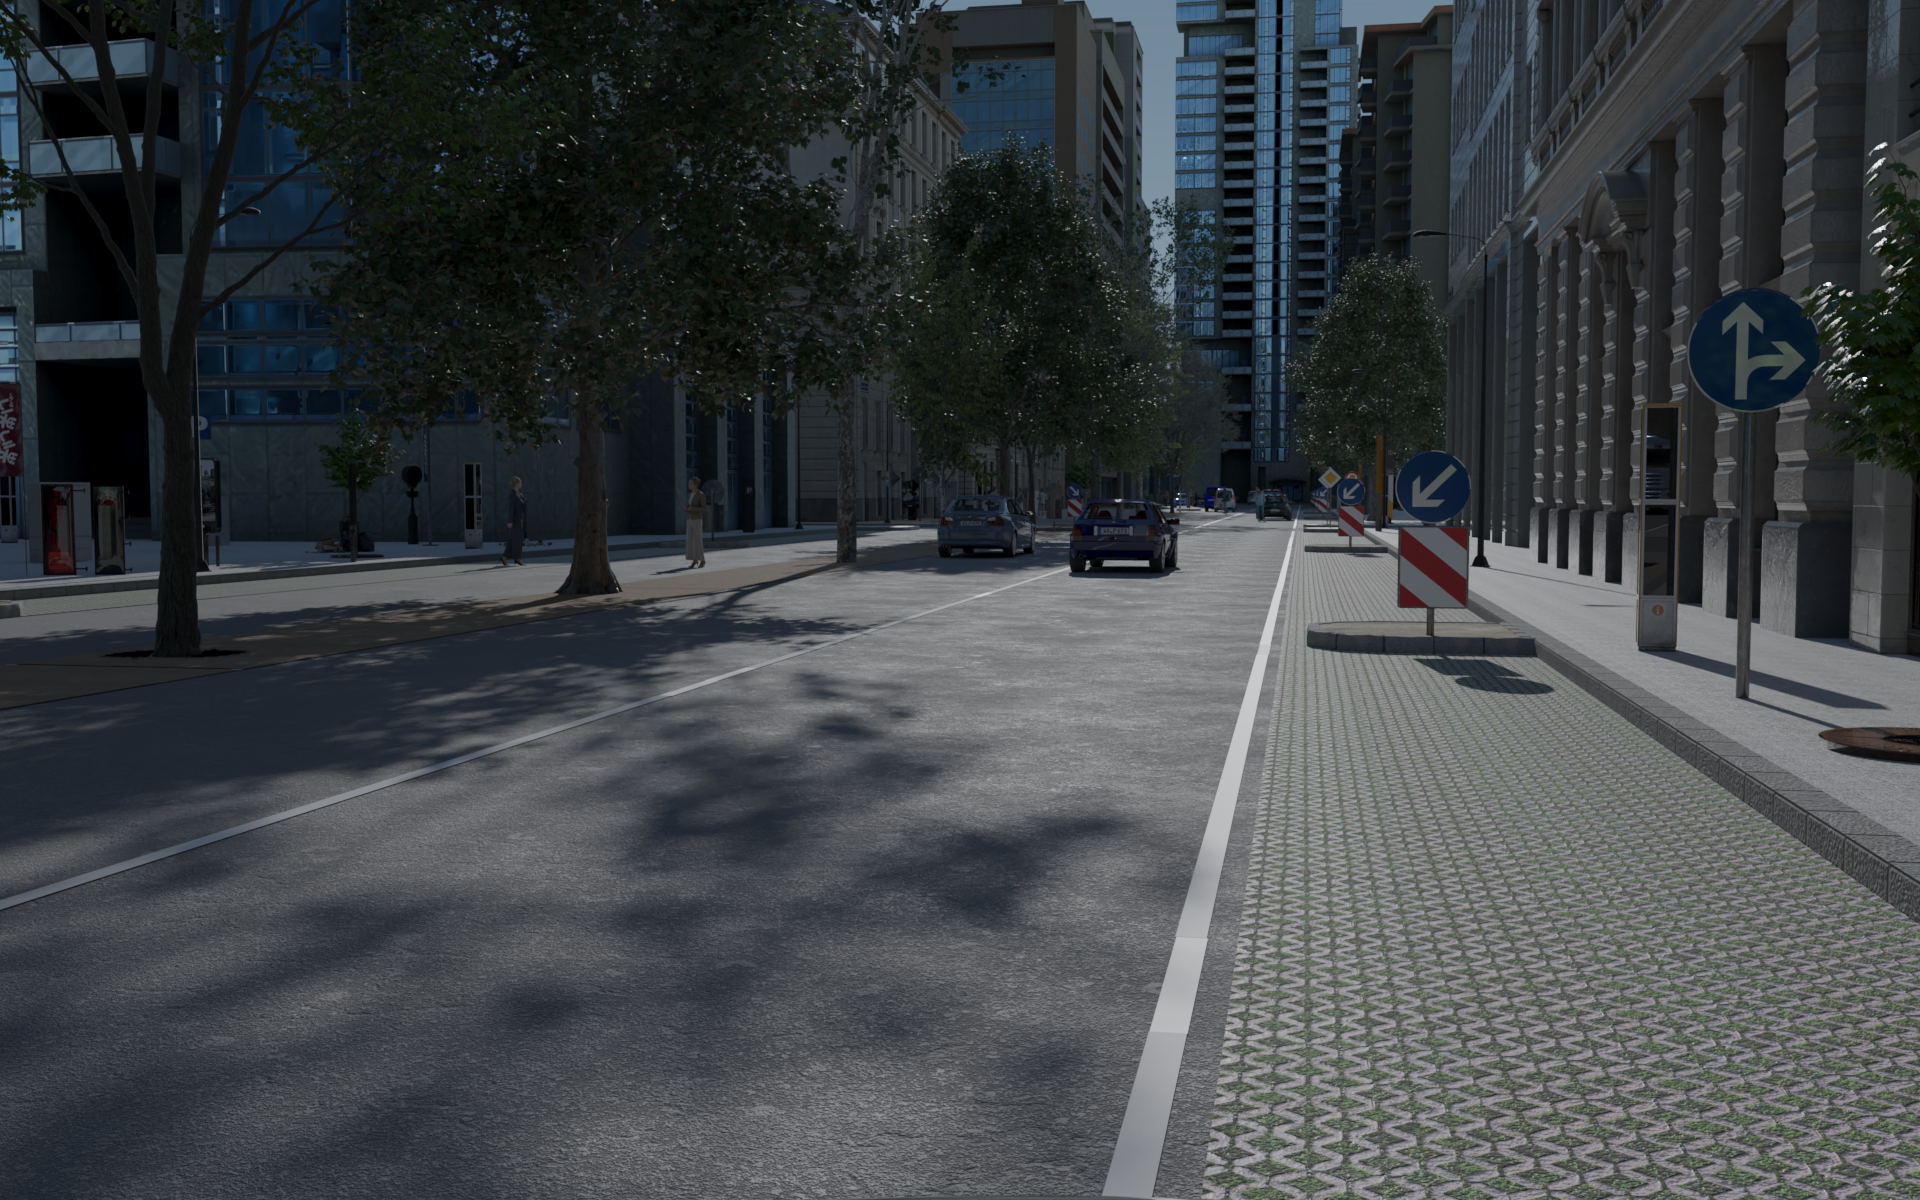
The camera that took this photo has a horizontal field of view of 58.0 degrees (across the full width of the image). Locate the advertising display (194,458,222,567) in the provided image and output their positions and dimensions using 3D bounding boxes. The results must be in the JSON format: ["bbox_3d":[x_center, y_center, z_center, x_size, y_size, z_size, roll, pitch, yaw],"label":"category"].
[{"bbox_3d":[-13.555,-1.564,30.782,0.974,1.923,0.123,1,4,20],"label":"advertising display"}]

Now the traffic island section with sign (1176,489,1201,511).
[{"bbox_3d":[19.599,-8.569,148.246,2.006,1.907,1.989,1,4,11],"label":"traffic island section with sign"}]

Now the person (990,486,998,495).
[{"bbox_3d":[1.698,-4.487,82.060,0.606,1.804,0.583,3,5,44],"label":"person"}]

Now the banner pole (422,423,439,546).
[{"bbox_3d":[-13.252,-3.245,43.071,0.401,3.779,0.863,-2,4,-28],"label":"banner pole"}]

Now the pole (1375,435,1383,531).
[{"bbox_3d":[14.391,-4.012,59.443,0.158,3.312,0.155,0,3,0],"label":"pole"}]

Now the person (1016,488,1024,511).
[{"bbox_3d":[3.092,-4.964,90.218,0.362,1.759,0.519,-2,4,-26],"label":"person"}]

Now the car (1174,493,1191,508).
[{"bbox_3d":[23.233,-10.519,181.569,1.945,1.707,3.694,1,4,12],"label":"car"}]

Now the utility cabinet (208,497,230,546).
[{"bbox_3d":[-18.431,-1.949,43.031,0.306,1.237,1.020,-1,4,-10],"label":"utility cabinet"}]

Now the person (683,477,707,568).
[{"bbox_3d":[-5.219,-1.518,33.877,0.519,1.759,0.362,3,5,43],"label":"person"}]

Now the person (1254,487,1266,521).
[{"bbox_3d":[15.689,-5.001,90.534,0.793,1.790,0.793,-2,4,-25],"label":"person"}]

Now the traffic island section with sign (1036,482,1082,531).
[{"bbox_3d":[3.570,-3.616,67.265,2.006,1.907,1.989,1,4,11],"label":"traffic island section with sign"}]

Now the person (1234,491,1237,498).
[{"bbox_3d":[33.181,-12.208,208.552,0.568,1.767,0.683,0,4,-3],"label":"person"}]

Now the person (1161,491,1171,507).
[{"bbox_3d":[22.911,-11.237,192.940,1.217,1.736,0.721,-1,4,-20],"label":"person"}]

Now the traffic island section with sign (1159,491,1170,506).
[{"bbox_3d":[24.111,-11.847,202.318,1.989,1.847,2.006,1,4,11],"label":"traffic island section with sign"}]

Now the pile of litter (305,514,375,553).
[{"bbox_3d":[-13.678,-1.484,38.227,1.719,0.858,1.176,-3,5,-44],"label":"pile of litter"}]

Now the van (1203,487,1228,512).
[{"bbox_3d":[21.053,-8.417,142.001,2.240,2.365,5.245,1,4,9],"label":"van"}]

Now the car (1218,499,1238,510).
[{"bbox_3d":[23.927,-8.906,155.392,2.009,1.686,4.222,1,4,11],"label":"car"}]

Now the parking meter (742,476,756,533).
[{"bbox_3d":[-7.006,-3.168,57.505,0.399,1.863,0.255,-1,4,-19],"label":"parking meter"}]

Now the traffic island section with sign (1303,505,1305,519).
[{"bbox_3d":[9.543,-2.093,42.846,1.989,1.847,2.006,1,4,11],"label":"traffic island section with sign"}]

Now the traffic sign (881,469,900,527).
[{"bbox_3d":[-2.739,-3.949,68.208,0.795,2.450,0.064,1,4,11],"label":"traffic sign"}]

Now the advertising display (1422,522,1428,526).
[{"bbox_3d":[11.068,-2.192,41.057,0.123,1.923,0.974,1,4,22],"label":"advertising display"}]

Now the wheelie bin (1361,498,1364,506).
[{"bbox_3d":[27.387,-6.644,116.530,0.693,1.594,0.980,-2,4,-33],"label":"wheelie bin"}]

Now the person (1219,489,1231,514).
[{"bbox_3d":[18.882,-7.041,123.598,0.794,1.824,0.713,-2,4,-35],"label":"person"}]

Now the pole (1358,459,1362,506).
[{"bbox_3d":[22.777,-6.412,98.673,0.158,3.312,0.155,0,3,0],"label":"pole"}]

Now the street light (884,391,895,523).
[{"bbox_3d":[-2.665,-6.337,76.150,1.470,5.913,1.316,1,4,11],"label":"street light"}]

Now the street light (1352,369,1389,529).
[{"bbox_3d":[15.264,-5.621,64.447,1.470,5.913,1.316,1,4,11],"label":"street light"}]

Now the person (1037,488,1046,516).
[{"bbox_3d":[5.003,-6.013,107.008,0.606,1.804,0.583,-3,4,-36],"label":"person"}]

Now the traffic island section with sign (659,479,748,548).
[{"bbox_3d":[-6.760,-2.307,46.344,1.989,1.847,2.006,1,4,11],"label":"traffic island section with sign"}]

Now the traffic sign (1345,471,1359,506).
[{"bbox_3d":[22.013,-5.942,97.256,0.768,2.556,0.104,1,4,12],"label":"traffic sign"}]

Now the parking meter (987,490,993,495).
[{"bbox_3d":[1.764,-5.580,99.651,0.372,1.533,0.369,0,3,0],"label":"parking meter"}]

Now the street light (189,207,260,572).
[{"bbox_3d":[-12.026,-3.412,28.328,1.470,5.913,1.316,1,4,11],"label":"street light"}]

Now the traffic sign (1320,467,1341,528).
[{"bbox_3d":[13.880,-3.747,64.910,0.795,2.450,0.064,1,4,11],"label":"traffic sign"}]

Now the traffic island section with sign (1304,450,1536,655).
[{"bbox_3d":[4.308,-0.475,16.402,1.989,1.847,2.006,1,4,11],"label":"traffic island section with sign"}]

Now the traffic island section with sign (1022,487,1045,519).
[{"bbox_3d":[3.894,-5.600,100.181,1.989,1.847,2.006,1,4,11],"label":"traffic island section with sign"}]

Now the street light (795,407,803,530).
[{"bbox_3d":[-5.297,-5.500,62.460,1.470,5.913,1.316,1,4,11],"label":"street light"}]

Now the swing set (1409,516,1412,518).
[{"bbox_3d":[25.822,-5.902,94.123,3.119,2.851,2.862,1,4,12],"label":"swing set"}]

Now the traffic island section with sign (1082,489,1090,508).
[{"bbox_3d":[9.271,-7.261,127.350,1.989,1.847,2.006,1,4,11],"label":"traffic island section with sign"}]

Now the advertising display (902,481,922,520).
[{"bbox_3d":[-2.359,-4.861,84.693,0.974,1.923,0.123,1,4,8],"label":"advertising display"}]

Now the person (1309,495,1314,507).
[{"bbox_3d":[37.226,-10.602,182.369,0.721,1.766,1.217,-2,4,-34],"label":"person"}]

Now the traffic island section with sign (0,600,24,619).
[{"bbox_3d":[-12.006,-0.687,19.855,1.989,1.847,2.006,1,4,11],"label":"traffic island section with sign"}]

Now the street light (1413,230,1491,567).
[{"bbox_3d":[8.672,-3.549,30.559,1.470,5.913,1.316,1,4,11],"label":"street light"}]

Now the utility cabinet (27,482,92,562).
[{"bbox_3d":[-16.937,-1.462,32.586,0.318,1.500,1.173,1,4,19],"label":"utility cabinet"}]

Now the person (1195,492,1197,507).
[{"bbox_3d":[26.748,-11.401,195.625,0.721,1.735,1.217,1,4,11],"label":"person"}]

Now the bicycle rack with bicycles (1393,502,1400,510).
[{"bbox_3d":[35.050,-7.622,137.995,2.852,0.926,2.925,-3,5,-40],"label":"bicycle rack with bicycles"}]

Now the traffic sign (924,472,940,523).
[{"bbox_3d":[-1.188,-4.428,76.042,0.795,2.450,0.064,1,4,11],"label":"traffic sign"}]

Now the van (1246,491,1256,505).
[{"bbox_3d":[37.550,-13.090,221.027,2.013,2.044,4.112,1,4,10],"label":"van"}]

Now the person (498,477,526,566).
[{"bbox_3d":[-8.868,-1.557,34.383,0.534,1.772,0.576,-2,4,-31],"label":"person"}]

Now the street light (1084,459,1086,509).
[{"bbox_3d":[11.010,-10.527,144.652,1.470,5.913,1.316,1,4,11],"label":"street light"}]

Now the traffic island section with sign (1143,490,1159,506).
[{"bbox_3d":[18.866,-10.229,175.876,1.989,1.847,2.006,1,4,11],"label":"traffic island section with sign"}]

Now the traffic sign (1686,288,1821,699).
[{"bbox_3d":[4.925,-0.656,10.825,0.768,2.556,0.104,1,4,16],"label":"traffic sign"}]

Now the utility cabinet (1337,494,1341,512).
[{"bbox_3d":[26.909,-6.992,123.005,0.318,1.500,1.173,1,4,12],"label":"utility cabinet"}]

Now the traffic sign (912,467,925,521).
[{"bbox_3d":[-1.882,-4.967,81.310,0.768,2.556,0.104,1,4,15],"label":"traffic sign"}]

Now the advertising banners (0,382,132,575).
[{"bbox_3d":[-14.203,-1.903,27.298,2.074,3.025,0.090,-1,4,-9],"label":"advertising banners"}]

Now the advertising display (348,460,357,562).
[{"bbox_3d":[-11.535,-1.693,32.897,0.123,1.923,0.974,-1,4,-19],"label":"advertising display"}]

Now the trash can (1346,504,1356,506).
[{"bbox_3d":[25.581,-6.220,113.354,0.748,1.137,0.748,0,3,0],"label":"trash can"}]

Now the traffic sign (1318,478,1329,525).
[{"bbox_3d":[15.431,-4.226,72.744,0.795,2.450,0.064,1,4,11],"label":"traffic sign"}]

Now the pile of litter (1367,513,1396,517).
[{"bbox_3d":[24.010,-5.175,98.568,1.719,0.858,1.176,0,4,3],"label":"pile of litter"}]

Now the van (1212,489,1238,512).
[{"bbox_3d":[21.000,-7.963,137.198,2.013,2.044,4.112,1,4,10],"label":"van"}]

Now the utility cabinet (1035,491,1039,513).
[{"bbox_3d":[5.002,-6.719,118.529,0.318,1.500,1.173,2,4,33],"label":"utility cabinet"}]
